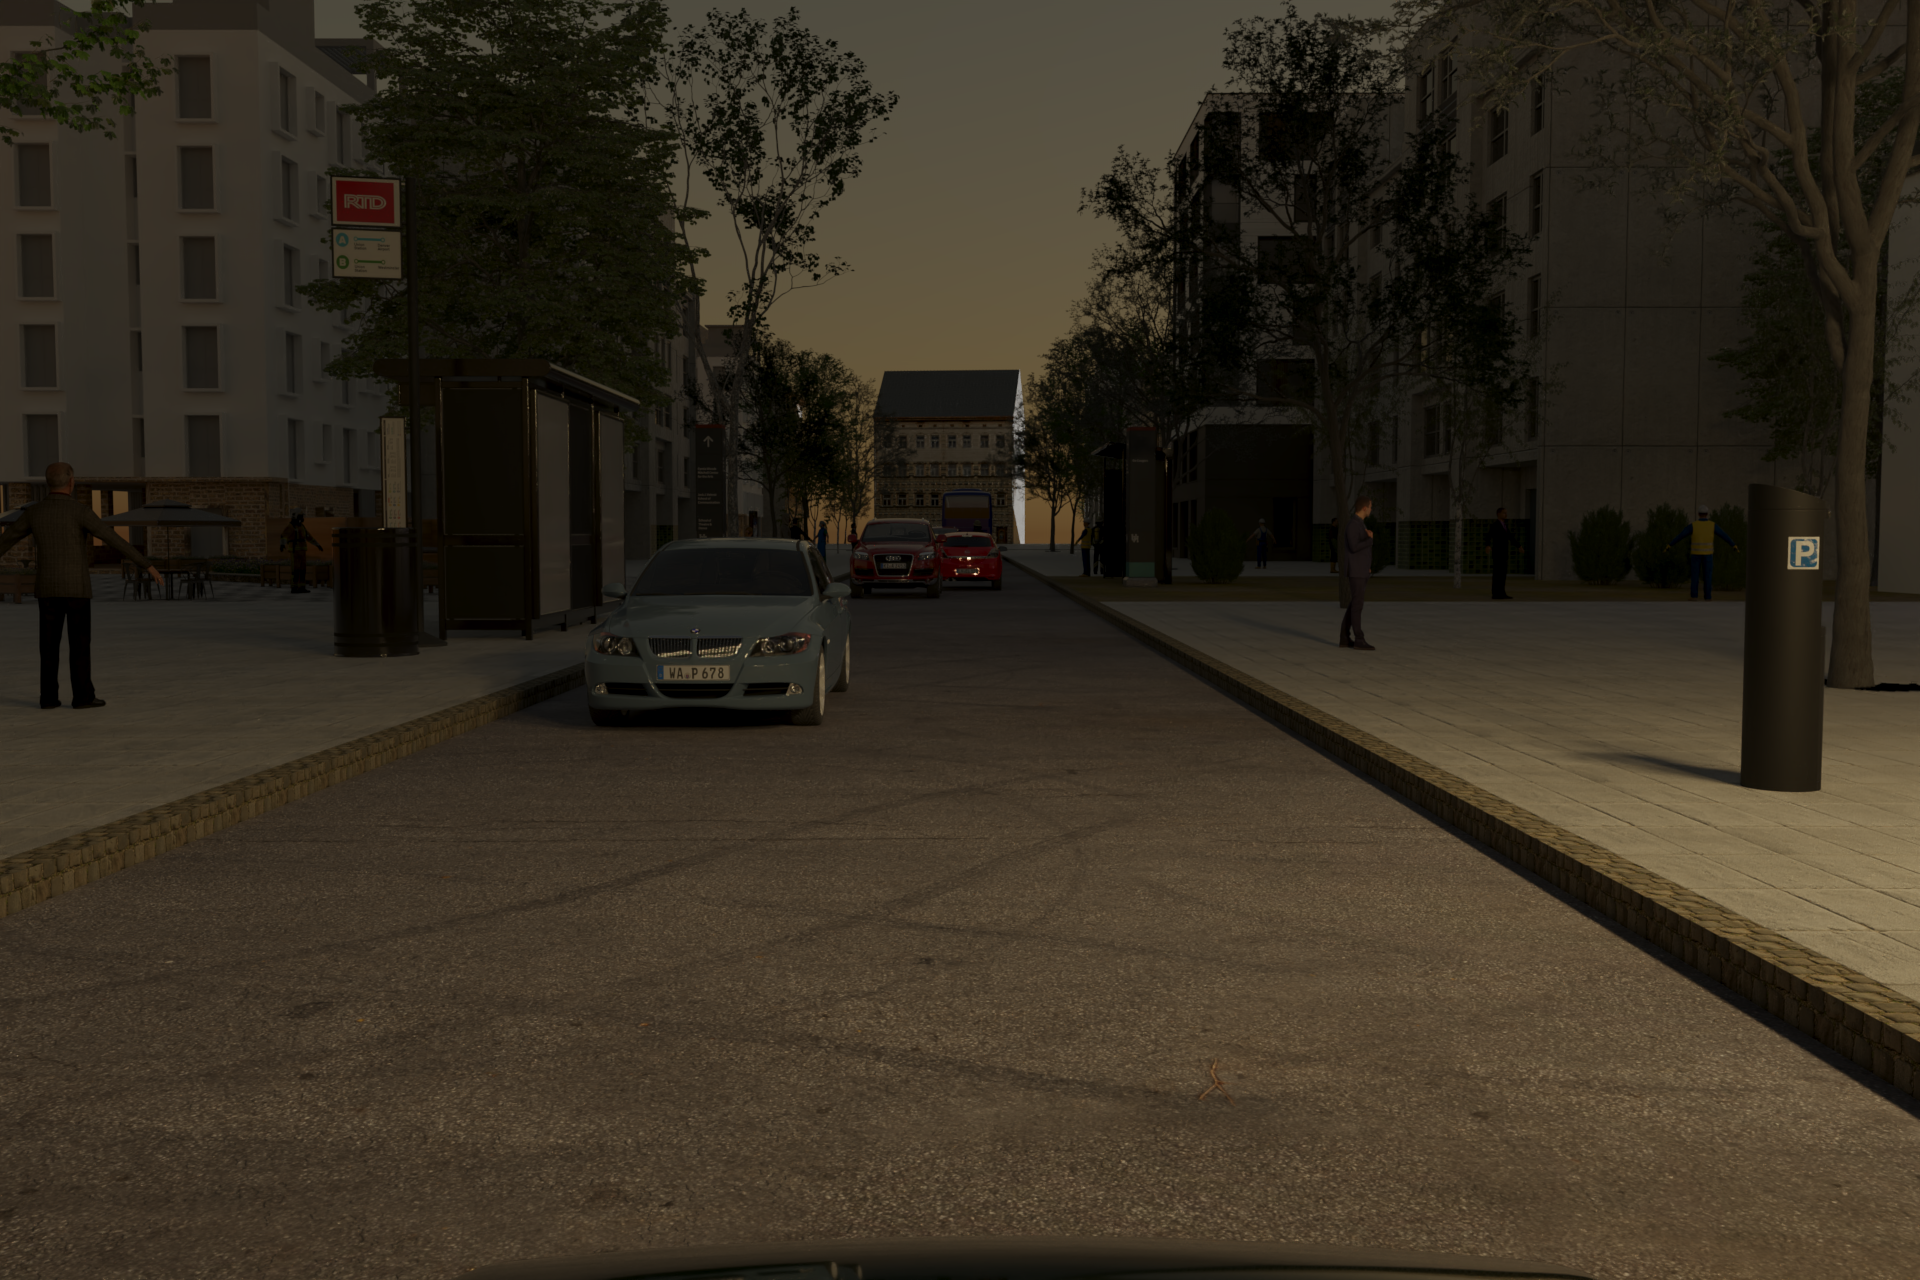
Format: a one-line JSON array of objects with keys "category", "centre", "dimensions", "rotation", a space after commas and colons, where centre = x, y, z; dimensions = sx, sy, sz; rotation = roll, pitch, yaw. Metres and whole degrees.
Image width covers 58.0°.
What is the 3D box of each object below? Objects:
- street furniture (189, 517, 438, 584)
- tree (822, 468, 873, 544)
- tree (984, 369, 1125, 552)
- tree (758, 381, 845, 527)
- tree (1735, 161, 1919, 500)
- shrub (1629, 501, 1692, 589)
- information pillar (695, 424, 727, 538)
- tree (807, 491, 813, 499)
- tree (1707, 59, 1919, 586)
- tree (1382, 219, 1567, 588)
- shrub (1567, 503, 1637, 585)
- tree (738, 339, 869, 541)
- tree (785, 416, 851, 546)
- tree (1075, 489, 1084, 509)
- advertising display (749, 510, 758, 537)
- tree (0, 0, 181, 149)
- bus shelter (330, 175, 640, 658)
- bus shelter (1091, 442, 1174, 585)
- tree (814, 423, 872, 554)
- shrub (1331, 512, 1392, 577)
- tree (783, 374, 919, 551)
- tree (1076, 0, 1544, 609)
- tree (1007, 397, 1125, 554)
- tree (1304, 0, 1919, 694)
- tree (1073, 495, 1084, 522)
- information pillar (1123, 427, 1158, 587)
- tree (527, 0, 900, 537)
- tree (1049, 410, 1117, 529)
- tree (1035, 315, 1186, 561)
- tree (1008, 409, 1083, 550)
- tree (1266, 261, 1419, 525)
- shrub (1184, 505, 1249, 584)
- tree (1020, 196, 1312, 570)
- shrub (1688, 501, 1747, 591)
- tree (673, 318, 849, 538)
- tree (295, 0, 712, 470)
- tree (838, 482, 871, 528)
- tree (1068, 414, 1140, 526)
[{"category": "street furniture", "centre": [-17.758, -2.559, 48.697], "dimensions": [11.010, 1.723, 9.812], "rotation": [-3, 5, -44]}, {"category": "tree", "centre": [-14.984, -18.100, 230.351], "dimensions": [7.601, 10.594, 8.767], "rotation": [1, 4, 8]}, {"category": "tree", "centre": [6.853, -13.117, 124.840], "dimensions": [12.009, 13.543, 11.850], "rotation": [0, 3, 0]}, {"category": "tree", "centre": [-7.939, -8.173, 83.992], "dimensions": [4.737, 8.622, 4.395], "rotation": [0, 3, 0]}, {"category": "tree", "centre": [16.600, -5.109, 33.900], "dimensions": [4.360, 8.622, 3.978], "rotation": [0, 3, 0]}, {"category": "shrub", "centre": [16.724, -2.263, 41.036], "dimensions": [1.661, 2.075, 1.752], "rotation": [0, 3, 0]}, {"category": "information pillar", "centre": [-5.909, -3.166, 41.141], "dimensions": [0.750, 3.857, 0.750], "rotation": [0, 3, 0]}, {"category": "tree", "centre": [-21.171, -16.813, 225.258], "dimensions": [4.737, 8.622, 4.395], "rotation": [0, 3, 0]}, {"category": "tree", "centre": [22.543, -7.616, 42.653], "dimensions": [7.486, 12.596, 7.792], "rotation": [0, 3, 0]}, {"category": "tree", "centre": [11.597, -5.542, 40.970], "dimensions": [4.360, 8.622, 3.978], "rotation": [0, 3, 0]}, {"category": "shrub", "centre": [16.176, -2.417, 43.560], "dimensions": [1.661, 2.075, 1.752], "rotation": [0, 3, 0]}, {"category": "tree", "centre": [-8.319, -10.200, 92.523], "dimensions": [9.928, 11.665, 9.643], "rotation": [0, 3, 0]}, {"category": "tree", "centre": [-8.528, -9.262, 101.798], "dimensions": [4.737, 8.622, 4.395], "rotation": [0, 3, 0]}, {"category": "tree", "centre": [18.510, -18.202, 223.364], "dimensions": [9.928, 11.665, 9.643], "rotation": [0, 3, 0]}, {"category": "advertising display", "centre": [-5.693, -2.602, 47.757], "dimensions": [0.123, 1.923, 0.974], "rotation": [0, 4, 1]}, {"category": "tree", "centre": [-8.042, -5.228, 11.240], "dimensions": [9.928, 11.665, 9.643], "rotation": [0, 3, 0]}, {"category": "bus shelter", "centre": [-5.963, -2.724, 22.173], "dimensions": [2.179, 5.291, 8.768], "rotation": [0, 4, 0]}, {"category": "bus shelter", "centre": [4.645, -3.413, 47.079], "dimensions": [1.731, 3.624, 6.357], "rotation": [0, 3, 0]}, {"category": "tree", "centre": [-7.970, -10.019, 114.177], "dimensions": [4.737, 8.622, 4.395], "rotation": [0, 3, 0]}, {"category": "shrub", "centre": [11.813, -2.868, 50.929], "dimensions": [1.661, 2.075, 1.752], "rotation": [0, 3, 0]}, {"category": "tree", "centre": [-7.917, -13.459, 130.417], "dimensions": [12.009, 13.543, 11.850], "rotation": [0, 3, 0]}, {"category": "tree", "centre": [6.509, -5.840, 29.891], "dimensions": [8.767, 10.594, 7.601], "rotation": [-3, 5, -39]}, {"category": "tree", "centre": [7.141, -10.772, 110.535], "dimensions": [8.767, 10.594, 7.601], "rotation": [0, 4, 4]}, {"category": "tree", "centre": [7.404, -6.352, 14.218], "dimensions": [12.009, 13.543, 11.850], "rotation": [0, 3, 0]}, {"category": "tree", "centre": [17.080, -17.162, 230.962], "dimensions": [4.737, 8.622, 4.395], "rotation": [0, 3, 0]}, {"category": "information pillar", "centre": [4.390, -3.226, 42.119], "dimensions": [0.750, 3.857, 0.750], "rotation": [0, 4, -2]}, {"category": "tree", "centre": [-8.843, -12.525, 60.673], "dimensions": [12.611, 20.169, 13.585], "rotation": [0, 3, 0]}, {"category": "tree", "centre": [7.299, -9.118, 99.434], "dimensions": [4.360, 8.622, 3.978], "rotation": [0, 3, 0]}, {"category": "tree", "centre": [7.106, -9.546, 81.835], "dimensions": [9.928, 11.665, 9.643], "rotation": [0, 3, 0]}, {"category": "tree", "centre": [7.481, -12.944, 137.386], "dimensions": [9.928, 11.665, 9.643], "rotation": [0, 3, 0]}, {"category": "tree", "centre": [10.457, -5.901, 46.849], "dimensions": [4.360, 8.622, 3.978], "rotation": [0, 3, 0]}, {"category": "shrub", "centre": [6.613, -2.457, 44.592], "dimensions": [1.690, 2.028, 1.600], "rotation": [0, 3, 0]}, {"category": "tree", "centre": [7.419, -9.286, 62.201], "dimensions": [12.009, 13.543, 11.850], "rotation": [0, 3, 0]}, {"category": "shrub", "centre": [17.291, -2.114, 38.980], "dimensions": [1.690, 2.028, 1.600], "rotation": [0, 3, 0]}, {"category": "tree", "centre": [-8.200, -8.560, 74.364], "dimensions": [7.601, 10.594, 8.767], "rotation": [1, 4, 16]}, {"category": "tree", "centre": [-8.290, -6.989, 32.390], "dimensions": [7.486, 12.596, 7.792], "rotation": [0, 3, 0]}, {"category": "tree", "centre": [-13.681, -16.699, 223.388], "dimensions": [4.737, 8.622, 4.395], "rotation": [0, 3, 0]}, {"category": "tree", "centre": [7.227, -8.555, 90.233], "dimensions": [4.360, 8.622, 3.978], "rotation": [0, 3, 0]}]
